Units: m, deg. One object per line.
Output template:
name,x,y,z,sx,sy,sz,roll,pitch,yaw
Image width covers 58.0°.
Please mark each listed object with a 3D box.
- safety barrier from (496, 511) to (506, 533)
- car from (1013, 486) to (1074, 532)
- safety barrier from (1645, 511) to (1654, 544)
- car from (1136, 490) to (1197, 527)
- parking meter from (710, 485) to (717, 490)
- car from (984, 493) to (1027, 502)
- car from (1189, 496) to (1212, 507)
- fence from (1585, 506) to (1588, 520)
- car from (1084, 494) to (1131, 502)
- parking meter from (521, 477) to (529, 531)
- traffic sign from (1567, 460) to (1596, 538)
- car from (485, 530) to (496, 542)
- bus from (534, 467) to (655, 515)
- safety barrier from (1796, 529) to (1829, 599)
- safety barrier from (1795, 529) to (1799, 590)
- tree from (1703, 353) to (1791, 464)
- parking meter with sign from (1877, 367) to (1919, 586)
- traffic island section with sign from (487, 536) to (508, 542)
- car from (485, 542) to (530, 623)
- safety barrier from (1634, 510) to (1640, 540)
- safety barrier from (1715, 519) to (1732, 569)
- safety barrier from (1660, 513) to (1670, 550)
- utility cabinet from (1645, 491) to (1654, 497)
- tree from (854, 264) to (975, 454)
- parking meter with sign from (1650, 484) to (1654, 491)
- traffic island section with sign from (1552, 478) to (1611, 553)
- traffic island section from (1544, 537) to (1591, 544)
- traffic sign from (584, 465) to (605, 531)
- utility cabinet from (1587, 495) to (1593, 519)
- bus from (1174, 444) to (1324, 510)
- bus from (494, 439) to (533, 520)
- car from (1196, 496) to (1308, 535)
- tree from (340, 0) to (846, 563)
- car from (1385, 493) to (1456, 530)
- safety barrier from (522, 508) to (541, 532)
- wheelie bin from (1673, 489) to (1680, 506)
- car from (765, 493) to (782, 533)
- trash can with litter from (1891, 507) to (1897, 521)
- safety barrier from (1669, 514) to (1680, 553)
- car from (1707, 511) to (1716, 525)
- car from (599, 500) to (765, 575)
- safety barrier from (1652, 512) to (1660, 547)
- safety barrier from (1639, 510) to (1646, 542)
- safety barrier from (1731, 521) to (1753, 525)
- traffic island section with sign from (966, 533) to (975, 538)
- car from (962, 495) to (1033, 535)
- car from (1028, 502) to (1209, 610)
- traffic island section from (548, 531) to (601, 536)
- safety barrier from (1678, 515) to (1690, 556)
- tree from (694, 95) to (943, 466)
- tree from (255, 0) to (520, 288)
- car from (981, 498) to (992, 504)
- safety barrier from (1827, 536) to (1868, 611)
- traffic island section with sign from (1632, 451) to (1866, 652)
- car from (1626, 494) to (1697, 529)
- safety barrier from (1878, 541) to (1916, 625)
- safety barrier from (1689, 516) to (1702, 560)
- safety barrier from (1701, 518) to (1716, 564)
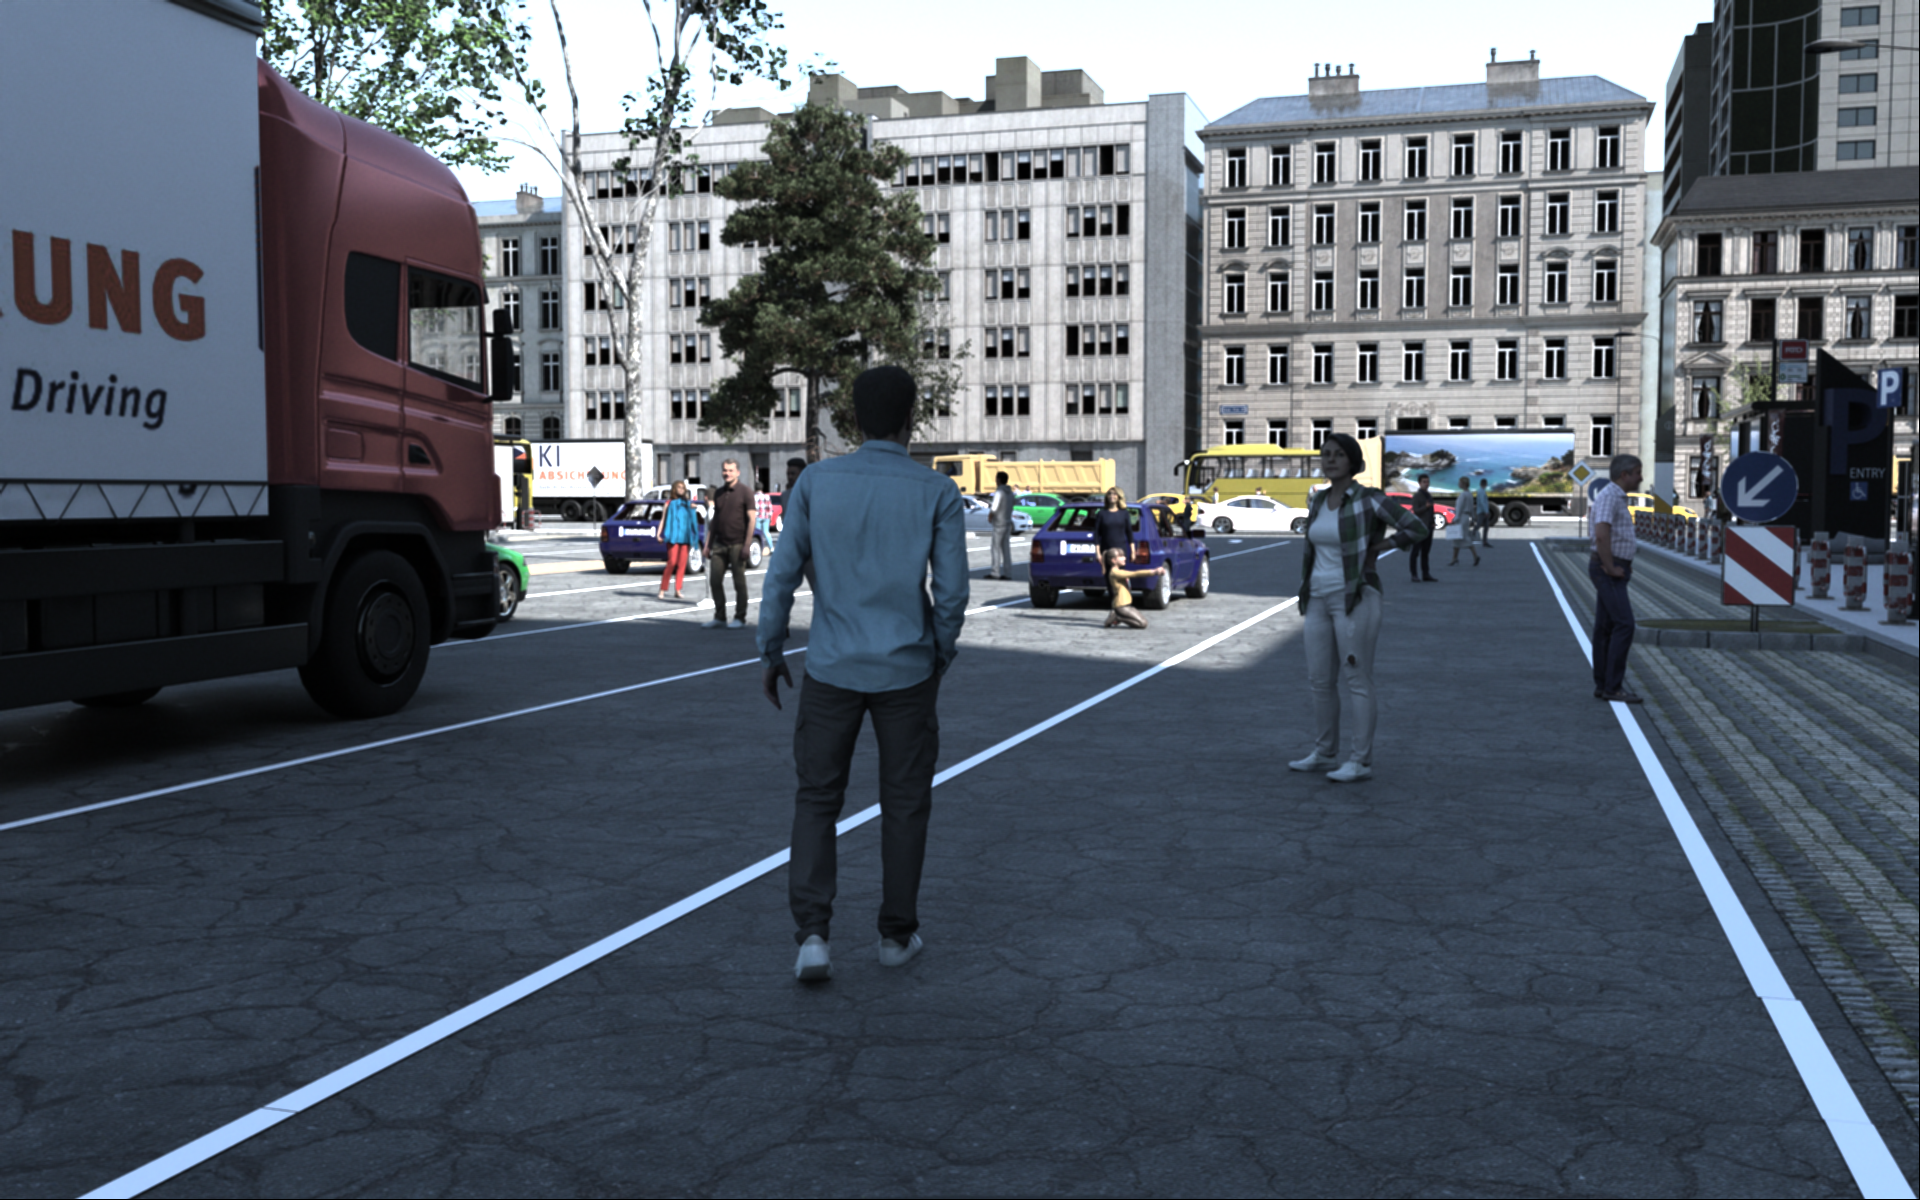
safety barrier,-15.300,-2.618,57.084,0.300,0.817,1.120,1,4,17
car,3.269,-3.349,63.556,4.718,1.807,1.959,1,4,18
safety barrier,17.769,-1.830,44.204,0.300,0.817,1.120,1,4,17
car,8.503,-4.023,75.995,3.980,1.641,2.015,1,4,19
parking meter,-15.197,-6.188,106.886,0.399,1.863,0.255,1,4,18
car,1.680,-3.998,74.954,3.694,1.707,1.945,1,4,19
car,11.228,-4.238,81.866,3.894,1.354,1.945,1,4,16
fence,32.208,-4.326,86.111,2.069,0.683,0.278,1,4,22
car,5.989,-3.530,69.513,2.131,1.459,4.920,1,4,19
parking meter,-15.336,-3.385,61.061,0.255,1.863,0.399,-1,4,-12
traffic sign,18.077,-2.862,50.430,0.795,2.450,0.064,1,4,17
car,-12.707,-1.881,39.426,2.281,1.827,5.304,1,4,19
bus,-22.124,-6.022,93.325,13.247,3.499,2.948,1,4,17
safety barrier,10.526,-0.422,21.179,0.300,0.817,1.120,1,4,17
safety barrier,11.181,-0.550,23.268,0.300,0.817,1.120,1,4,17
tree,40.872,-8.509,89.479,4.737,8.622,4.395,0,3,0
parking meter with sign,13.708,-1.702,24.096,1.738,3.016,0.543,0,4,-6
traffic island section with sign,-14.792,-2.676,52.380,1.989,1.847,2.006,1,4,17
car,-6.335,-0.576,18.220,1.959,1.807,4.718,1,4,18
safety barrier,19.088,-2.087,48.394,0.300,0.817,1.120,1,4,17
safety barrier,13.152,-0.934,29.540,0.300,0.817,1.120,1,4,17
safety barrier,16.447,-1.574,40.013,0.300,0.817,1.120,1,4,17
utility cabinet,44.132,-6.232,110.578,0.318,1.500,1.173,3,5,43
tree,-1.686,-6.063,51.956,4.360,8.622,3.978,0,3,0
parking meter with sign,54.255,-8.498,135.197,1.738,3.016,0.543,0,4,6
traffic island section with sign,15.739,-2.097,42.911,1.989,1.847,2.006,1,4,17
traffic island section,18.102,-1.726,50.499,2.009,0.180,2.903,1,4,17
traffic sign,-12.679,-3.453,60.094,0.795,2.450,0.064,1,4,17
utility cabinet,32.226,-4.668,87.484,1.020,1.237,0.306,3,4,37
bus,16.838,-5.718,85.041,12.252,3.916,2.896,1,4,19
bus,-22.563,-4.622,67.121,12.252,3.916,2.896,1,4,18
car,10.951,-3.073,62.598,4.827,1.381,2.083,1,4,17
tree,-7.702,-10.911,36.733,12.611,20.169,13.585,0,3,0
car,18.275,-3.786,70.948,4.494,1.783,2.155,1,4,19
safety barrier,-14.641,-2.746,59.179,0.300,0.817,1.120,1,4,17
wheelie bin,47.582,-6.478,113.817,0.980,1.594,0.693,0,4,-1
car,-7.116,-3.489,66.085,2.155,1.783,4.494,1,4,19
trash can with litter,45.896,-4.469,84.119,2.233,1.210,1.678,-2,4,-32
safety barrier,15.794,-1.446,37.922,0.300,0.817,1.120,1,4,17
car,32.309,-3.500,69.225,4.499,1.417,2.014,1,4,16
car,-5.074,-1.198,32.168,1.945,1.354,3.894,1,4,18
safety barrier,17.107,-1.702,42.105,0.300,0.817,1.120,1,4,17
safety barrier,18.424,-1.958,46.293,0.300,0.817,1.120,1,4,17
safety barrier,12.494,-0.806,27.447,0.300,0.817,1.120,1,4,17
traffic island section with sign,-0.552,-2.964,56.601,2.006,1.907,1.989,1,4,17
car,0.310,-2.969,60.538,4.499,1.417,2.014,1,4,17
car,2.183,-0.633,22.930,1.945,1.354,3.894,1,4,19
traffic island section,-12.704,-2.317,60.163,2.009,0.180,2.903,1,4,17
safety barrier,15.133,-1.318,35.828,0.300,0.817,1.120,1,4,17
tree,-3.931,-7.445,46.246,6.751,12.117,7.091,0,3,0
tree,-10.295,-5.937,25.288,9.928,11.665,9.643,0,3,0
car,-0.293,-3.410,68.110,4.827,1.381,2.083,1,4,18
safety barrier,9.867,-0.295,19.091,0.300,0.817,1.120,1,4,17
traffic island section with sign,7.497,-0.497,16.759,1.989,1.847,2.006,1,4,17
car,28.203,-3.736,71.305,3.980,1.641,2.015,1,4,18
safety barrier,9.207,-0.167,16.998,0.300,0.817,1.120,1,4,17
safety barrier,14.478,-1.190,33.738,0.300,0.817,1.120,1,4,17
safety barrier,13.817,-1.062,31.647,0.300,0.817,1.120,1,4,17
